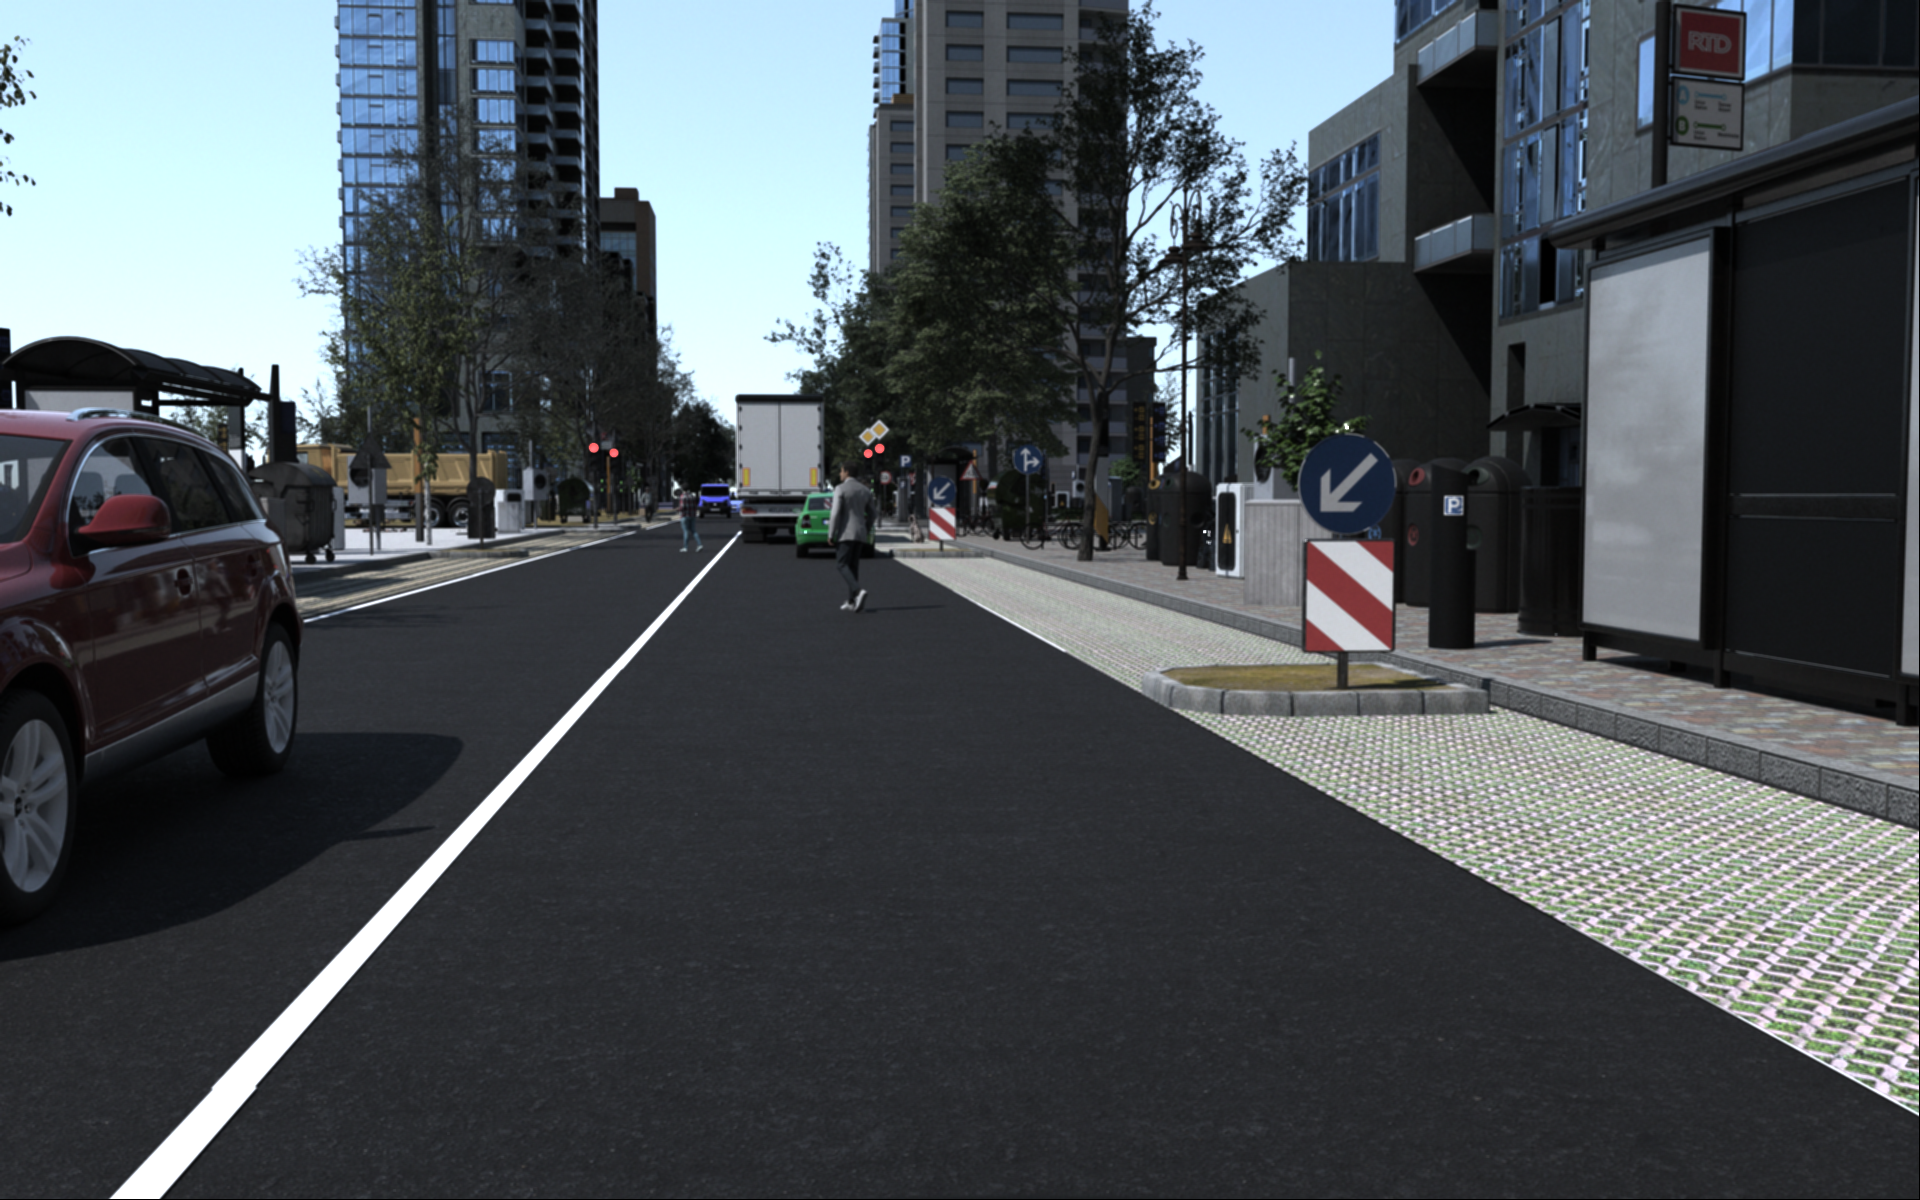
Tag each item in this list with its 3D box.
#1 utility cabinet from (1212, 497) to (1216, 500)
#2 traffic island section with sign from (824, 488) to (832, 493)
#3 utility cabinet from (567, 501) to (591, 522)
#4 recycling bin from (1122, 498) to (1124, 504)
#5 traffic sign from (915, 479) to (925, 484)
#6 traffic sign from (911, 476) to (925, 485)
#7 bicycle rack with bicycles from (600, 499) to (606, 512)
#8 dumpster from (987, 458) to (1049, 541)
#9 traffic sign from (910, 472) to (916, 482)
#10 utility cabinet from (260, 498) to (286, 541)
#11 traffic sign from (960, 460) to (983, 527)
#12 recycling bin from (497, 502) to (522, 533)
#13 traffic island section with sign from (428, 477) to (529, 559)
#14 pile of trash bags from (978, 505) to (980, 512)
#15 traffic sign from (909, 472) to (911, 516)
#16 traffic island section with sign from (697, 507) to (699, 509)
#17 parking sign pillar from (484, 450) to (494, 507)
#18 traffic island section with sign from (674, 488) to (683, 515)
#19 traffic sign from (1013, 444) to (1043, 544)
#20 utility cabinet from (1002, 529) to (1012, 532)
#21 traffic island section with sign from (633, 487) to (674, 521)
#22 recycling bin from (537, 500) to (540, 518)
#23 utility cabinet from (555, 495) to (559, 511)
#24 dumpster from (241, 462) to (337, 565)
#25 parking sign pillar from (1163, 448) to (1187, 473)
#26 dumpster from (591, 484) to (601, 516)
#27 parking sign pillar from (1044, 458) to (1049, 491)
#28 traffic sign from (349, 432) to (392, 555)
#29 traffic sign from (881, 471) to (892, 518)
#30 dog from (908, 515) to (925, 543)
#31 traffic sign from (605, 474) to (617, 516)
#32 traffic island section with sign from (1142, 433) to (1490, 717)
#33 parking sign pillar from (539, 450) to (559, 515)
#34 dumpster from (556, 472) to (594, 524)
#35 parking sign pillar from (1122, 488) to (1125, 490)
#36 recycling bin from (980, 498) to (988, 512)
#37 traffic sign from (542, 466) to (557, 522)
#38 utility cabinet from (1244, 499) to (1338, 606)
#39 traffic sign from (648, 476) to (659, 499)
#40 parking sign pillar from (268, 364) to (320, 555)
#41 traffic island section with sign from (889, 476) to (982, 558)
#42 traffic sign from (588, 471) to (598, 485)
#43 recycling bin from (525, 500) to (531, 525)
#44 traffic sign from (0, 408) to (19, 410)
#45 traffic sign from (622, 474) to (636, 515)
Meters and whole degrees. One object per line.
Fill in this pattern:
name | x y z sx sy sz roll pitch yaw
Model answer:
utility cabinet | 5.729 -1.690 38.788 1.020 1.237 0.306 1 4 8
traffic island section with sign | -9.469 -6.958 122.387 1.989 1.847 2.006 0 4 -6
utility cabinet | -17.242 -4.252 78.192 1.173 1.500 0.318 1 4 18
recycling bin | 11.359 -6.850 124.556 0.722 1.027 0.722 1 4 17
traffic sign | -2.160 -5.951 97.397 0.768 2.556 0.104 0 4 -1
traffic sign | -2.439 -6.096 99.669 0.884 2.594 0.081 0 4 -1
bicycle rack with bicycles | -24.328 -6.621 121.637 2.852 0.926 2.925 0 4 -5
dumpster | 1.600 -2.776 47.881 1.502 2.255 1.985 0 4 -6
traffic sign | -2.530 -6.132 100.357 0.768 2.556 0.104 0 4 -1
utility cabinet | -11.591 -1.107 29.255 0.306 1.237 1.020 -2 4 -28
traffic sign | 0.424 -4.011 65.579 0.884 2.594 0.081 0 4 3
recycling bin | -14.960 -2.749 57.496 0.722 1.027 0.722 -1 4 -10
traffic island section with sign | -10.839 -1.867 39.158 1.989 1.847 2.006 0 4 -6
pile of trash bags | 2.841 -7.238 128.096 1.912 1.369 3.447 2 4 31
traffic sign | -2.912 -6.215 101.617 0.884 2.594 0.081 0 4 -2
traffic island section with sign | -24.982 -9.959 171.461 1.989 1.847 2.006 0 4 -6
parking sign pillar | -29.125 -7.292 107.701 1.447 3.967 1.447 0 4 7
traffic island section with sign | -19.589 -6.875 121.026 1.989 1.847 2.006 0 4 -6
traffic sign | 1.749 -2.718 44.550 0.768 2.556 0.104 0 4 3
utility cabinet | 1.671 -2.943 59.282 0.306 1.237 1.020 1 4 14
traffic island section with sign | -16.707 -5.219 93.965 1.989 1.847 2.006 0 4 -6
recycling bin | -23.406 -5.013 94.517 0.722 1.027 0.722 2 4 30
utility cabinet | -31.182 -7.486 133.553 1.020 1.237 0.306 2 4 25
dumpster | -12.347 -1.603 31.965 1.264 1.857 1.865 0 4 -6
parking sign pillar | 12.759 -6.831 100.163 1.447 3.967 1.447 1 4 20
dumpster | -21.441 -5.771 100.122 1.264 1.857 1.865 0 4 -6
parking sign pillar | 6.263 -8.658 130.026 1.447 3.967 1.447 -1 4 -18
traffic sign | -12.341 -2.218 36.260 0.884 2.594 0.081 0 4 -3
traffic sign | -4.012 -5.646 92.414 0.768 2.556 0.104 0 4 2
dog | -1.286 -2.056 50.444 0.513 0.831 0.800 0 4 3
traffic sign | -20.091 -6.102 99.866 0.768 2.556 0.104 0 4 2
traffic island section with sign | 2.333 -0.208 12.025 1.989 1.847 2.006 0 4 -6
parking sign pillar | -25.274 -7.188 106.001 1.447 3.967 1.447 1 4 8
dumpster | -16.839 -4.481 75.753 1.502 2.255 1.985 0 4 -6
parking sign pillar | 13.567 -9.129 137.728 1.447 3.967 1.447 -1 4 -9
recycling bin | 1.795 -6.591 120.318 0.722 1.027 0.722 1 4 17
traffic sign | -18.852 -4.852 79.437 0.768 2.556 0.104 0 4 2
utility cabinet | 3.800 -0.535 19.907 1.020 1.237 0.306 1 4 23
traffic sign | -21.640 -7.479 122.394 0.768 2.556 0.104 0 4 2
parking sign pillar | -14.368 -2.950 36.697 1.447 3.967 1.447 -2 4 -26
traffic island section with sign | -0.592 -1.880 39.369 1.989 1.847 2.006 0 4 -6
traffic sign | -20.005 -5.798 94.909 0.768 2.556 0.104 0 4 0
recycling bin | -18.374 -3.649 72.222 0.722 1.027 0.722 3 5 39
traffic sign | -11.498 -1.133 20.648 0.606 2.300 0.079 0 4 -6
traffic sign | -20.261 -6.492 106.148 0.884 2.594 0.081 0 4 -5
